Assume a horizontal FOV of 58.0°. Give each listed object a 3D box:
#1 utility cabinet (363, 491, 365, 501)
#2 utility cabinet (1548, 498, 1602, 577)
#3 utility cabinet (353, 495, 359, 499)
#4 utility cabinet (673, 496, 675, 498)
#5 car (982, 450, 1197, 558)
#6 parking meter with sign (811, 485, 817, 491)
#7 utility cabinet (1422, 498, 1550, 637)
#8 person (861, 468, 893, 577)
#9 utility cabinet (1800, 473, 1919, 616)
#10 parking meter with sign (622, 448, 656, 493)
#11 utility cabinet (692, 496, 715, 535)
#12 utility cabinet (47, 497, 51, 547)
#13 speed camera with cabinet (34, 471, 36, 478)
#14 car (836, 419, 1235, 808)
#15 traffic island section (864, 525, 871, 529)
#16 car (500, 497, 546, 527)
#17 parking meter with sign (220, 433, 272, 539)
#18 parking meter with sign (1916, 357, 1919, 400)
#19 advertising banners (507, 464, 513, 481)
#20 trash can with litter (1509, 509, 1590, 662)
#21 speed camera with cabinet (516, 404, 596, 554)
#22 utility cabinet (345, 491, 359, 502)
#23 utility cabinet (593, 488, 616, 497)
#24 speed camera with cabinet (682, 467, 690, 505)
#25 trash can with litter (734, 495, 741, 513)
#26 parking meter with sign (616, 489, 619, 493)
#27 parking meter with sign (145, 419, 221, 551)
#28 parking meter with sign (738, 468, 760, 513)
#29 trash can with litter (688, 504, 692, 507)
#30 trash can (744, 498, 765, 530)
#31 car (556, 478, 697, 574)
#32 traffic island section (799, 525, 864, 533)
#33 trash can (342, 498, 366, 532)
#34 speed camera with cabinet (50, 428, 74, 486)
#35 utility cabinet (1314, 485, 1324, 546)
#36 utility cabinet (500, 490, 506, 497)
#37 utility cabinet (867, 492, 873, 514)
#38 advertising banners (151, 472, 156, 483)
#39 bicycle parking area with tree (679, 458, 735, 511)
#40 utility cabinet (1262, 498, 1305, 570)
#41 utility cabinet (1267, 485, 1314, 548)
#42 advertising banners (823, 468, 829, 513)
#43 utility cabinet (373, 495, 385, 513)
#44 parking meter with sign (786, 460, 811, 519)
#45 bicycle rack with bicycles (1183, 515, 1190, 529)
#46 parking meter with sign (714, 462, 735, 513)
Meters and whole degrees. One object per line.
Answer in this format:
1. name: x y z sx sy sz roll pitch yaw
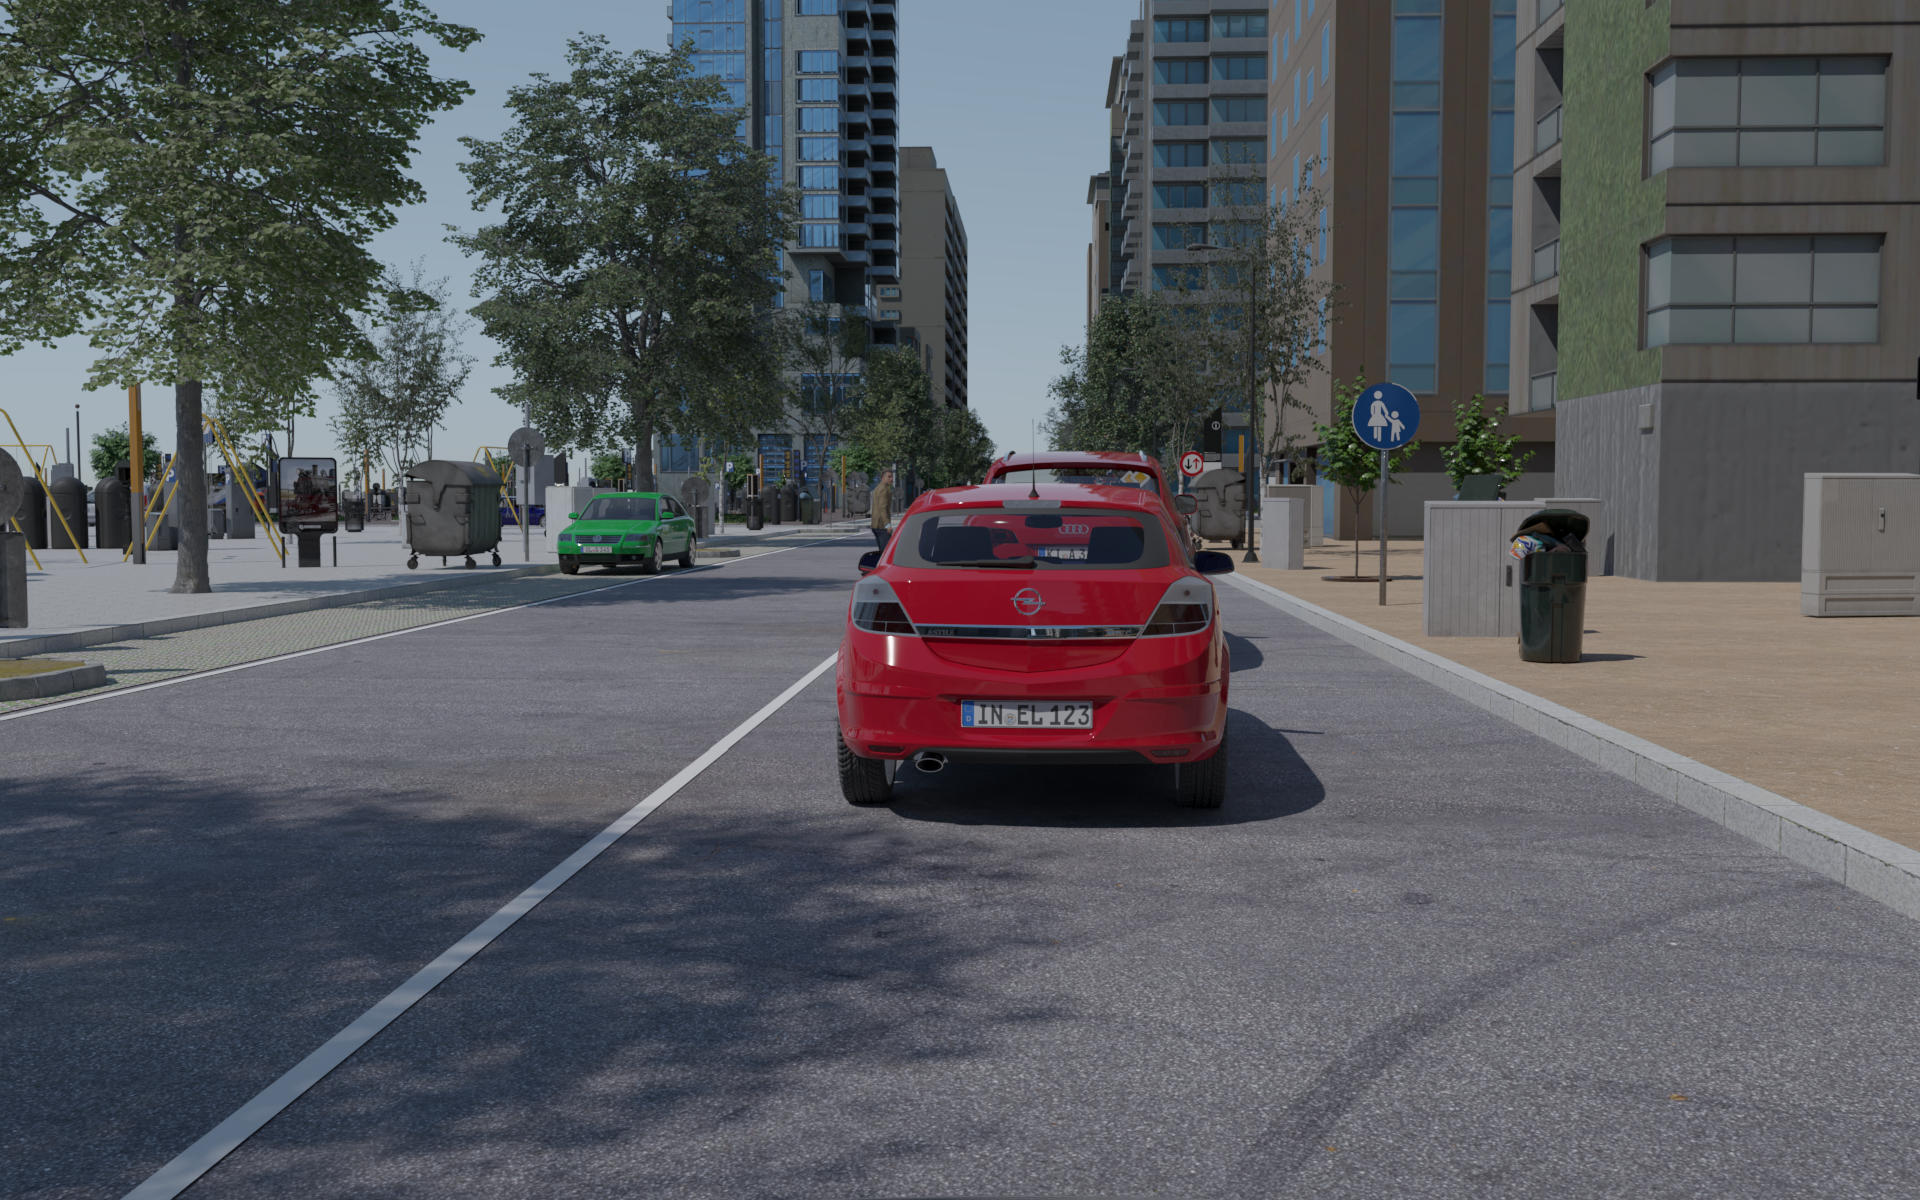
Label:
1. utility cabinet: -47.400 -7.920 138.174 0.318 1.500 1.173 -1 4 -13
2. utility cabinet: 9.410 -0.958 26.825 1.020 1.237 0.306 -1 4 -17
3. utility cabinet: -42.701 -6.814 122.575 0.306 1.237 1.020 -2 4 -34
4. utility cabinet: -10.588 -3.164 62.890 0.306 1.237 1.020 0 4 3
5. car: 1.081 -0.450 16.023 2.281 1.827 5.304 0 4 4
6. parking meter with sign: -12.024 -8.854 141.017 0.543 3.016 1.738 3 5 41
7. utility cabinet: 4.728 -0.274 15.635 1.020 1.237 0.306 0 4 4
8. person: -1.227 -1.149 27.194 0.656 1.842 0.836 3 5 40
9. utility cabinet: 9.416 -0.574 18.056 1.173 1.500 0.318 -1 4 -9
10. parking meter with sign: -11.879 -4.236 65.517 1.738 3.016 0.543 1 4 20
11. utility cabinet: -8.096 -2.660 54.649 0.306 1.237 1.020 1 4 20
12. utility cabinet: -22.156 -1.890 42.061 1.020 1.237 0.306 2 4 26
13. speed camera with cabinet: -63.892 -7.629 119.066 0.660 3.252 2.038 -3 4 -39
14. car: 0.449 -0.025 9.451 2.155 1.783 4.494 0 4 4
15. traffic island section: -4.453 -3.082 72.677 2.009 0.180 2.903 0 4 3
16. car: -17.515 -3.478 69.448 3.894 1.354 1.945 0 4 2
17. parking meter with sign: -20.583 -3.253 49.444 1.738 3.016 0.543 -3 5 -44
18. parking meter with sign: 12.824 -1.539 21.429 0.543 3.016 1.738 -2 4 -35
19. advertising banners: -25.937 -6.451 101.661 0.090 3.025 2.074 1 4 20
20. trash can with litter: 4.522 -0.128 13.488 0.624 1.170 1.055 1 4 9
21. speed camera with cabinet: -8.822 -2.651 37.675 2.038 3.252 0.660 3 5 40
22. utility cabinet: -51.323 -8.417 146.299 1.173 1.500 0.318 -1 4 -14
23. utility cabinet: -13.226 -3.380 63.938 0.318 1.500 1.173 2 4 31
24. speed camera with cabinet: -19.597 -8.104 126.831 0.660 3.252 2.038 2 4 25
25. trash can with litter: -13.821 -6.138 111.406 2.233 1.210 1.678 -3 5 -44
26. parking meter with sign: -29.344 -9.285 148.064 0.543 3.016 1.738 1 4 18
27. parking meter with sign: -17.898 -2.658 39.719 0.543 3.016 1.738 1 4 18
28. parking meter with sign: -14.223 -7.373 116.815 0.543 3.016 1.738 3 5 44
29. trash can with litter: -17.671 -6.178 112.062 1.678 1.210 2.233 0 4 4
30. trash can: -7.254 -3.035 61.268 0.748 1.137 0.748 0 3 0
31. car: -6.128 -1.429 32.166 1.959 1.807 4.718 0 4 4
32. traffic island section: -4.842 -2.595 64.701 2.009 0.180 2.903 0 4 3
33. trash can: -20.338 -2.844 58.152 0.748 1.137 0.748 0 3 0
34. speed camera with cabinet: -27.084 -3.541 52.236 0.660 3.252 2.038 -2 4 -27
35. utility cabinet: 8.574 -2.060 42.354 0.318 1.500 1.173 0 4 -6
36. utility cabinet: -24.387 -5.147 92.828 0.318 1.500 1.173 0 4 -2
37. utility cabinet: -6.037 -6.156 109.337 1.173 1.500 0.318 2 4 25
38. advertising banners: -64.243 -8.574 136.371 2.074 3.025 0.090 0 4 -3
39. bicycle parking area with tree: -19.065 -9.028 134.611 9.016 4.147 8.231 -1 4 -21
40. utility cabinet: 5.539 -1.133 29.683 0.306 1.237 1.020 -1 4 -17
41. utility cabinet: 7.634 -1.945 40.485 1.173 1.500 0.318 -2 4 -23
42. advertising banners: -8.918 -7.297 115.497 0.090 3.025 2.074 -1 4 -15
43. utility cabinet: -40.490 -6.701 120.716 1.020 1.237 0.306 3 5 42
44. parking meter with sign: -8.618 -5.708 89.584 0.543 3.016 1.738 -3 5 -43
45. bicycle rack with bicycles: 8.097 -2.902 60.831 2.925 0.926 2.852 0 4 2
46. parking meter with sign: -12.862 -5.921 93.061 0.543 3.016 1.738 2 4 31
